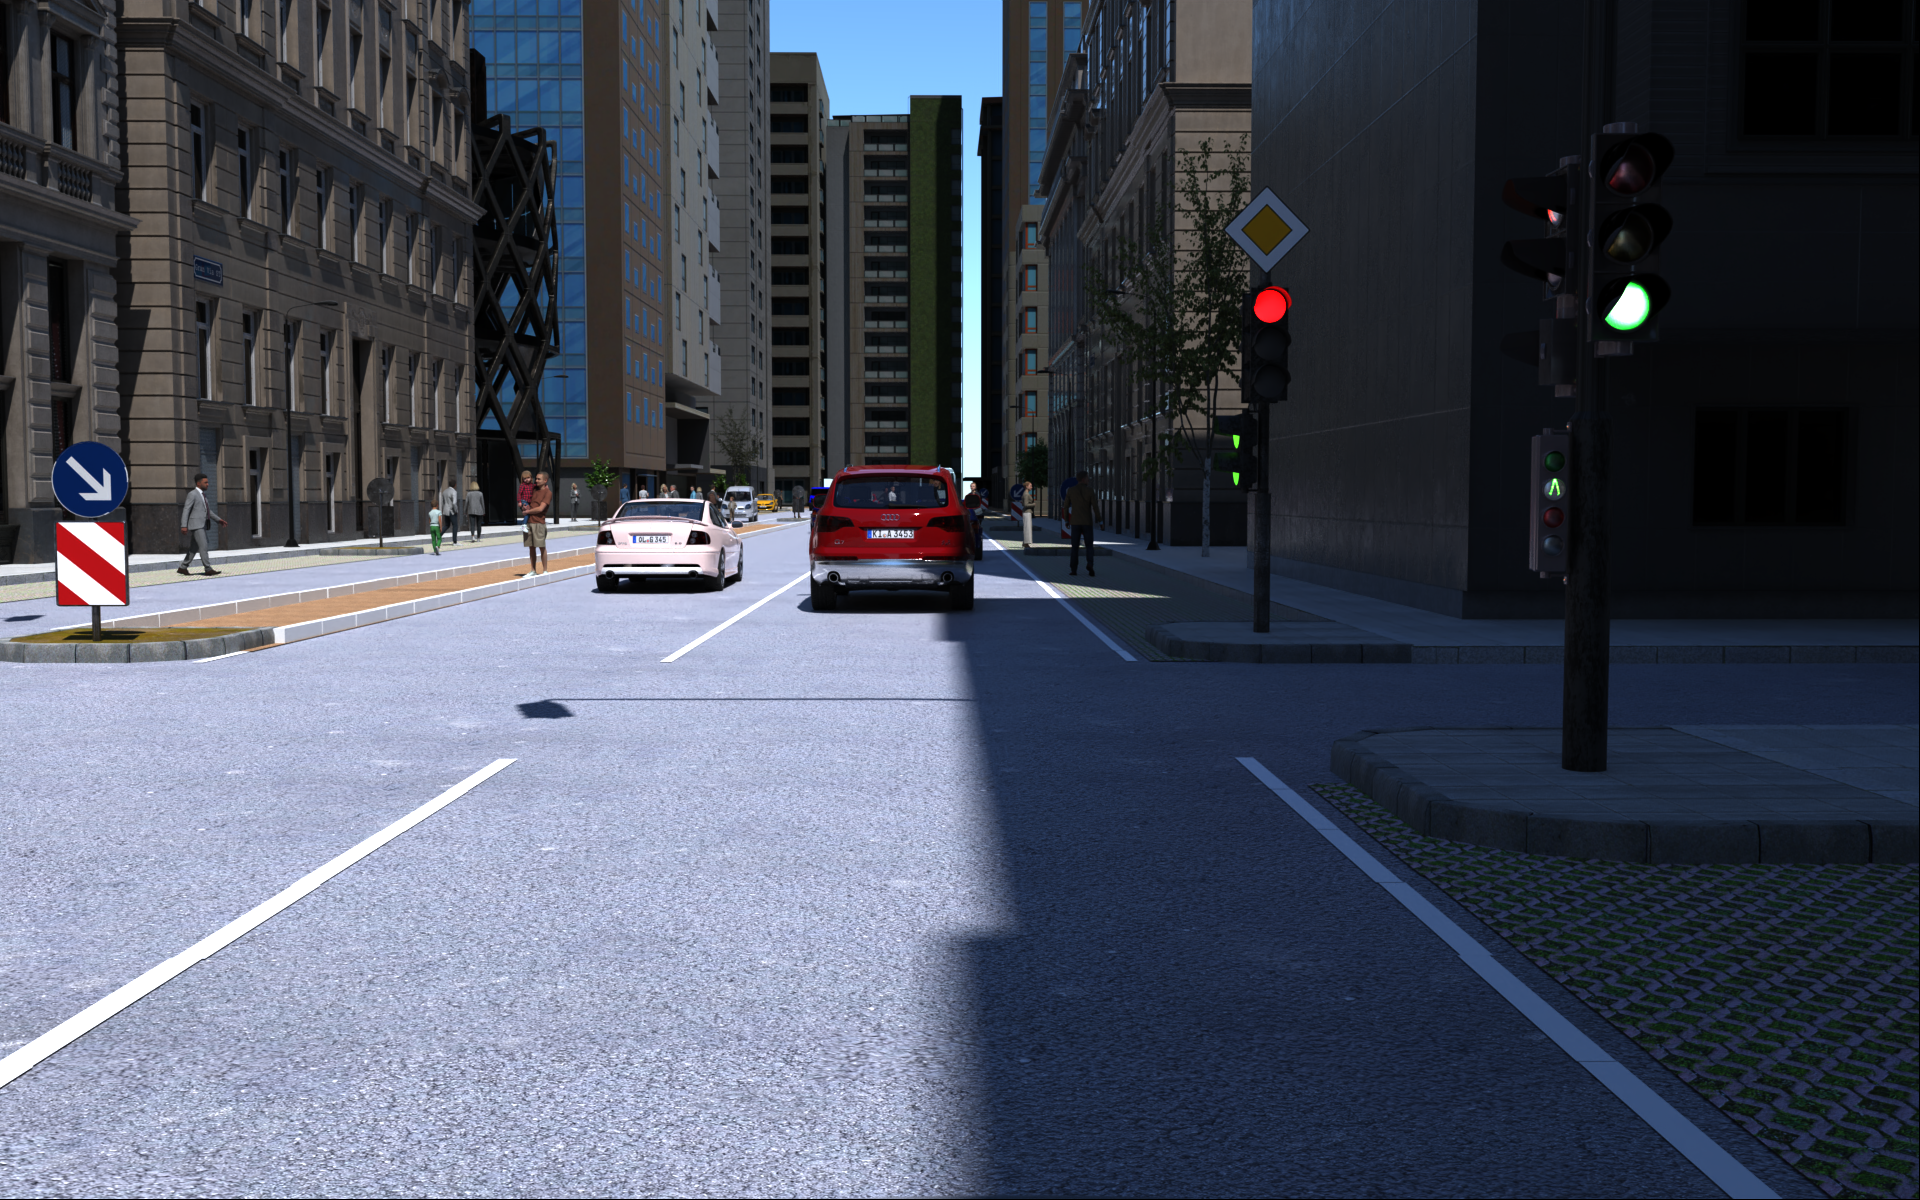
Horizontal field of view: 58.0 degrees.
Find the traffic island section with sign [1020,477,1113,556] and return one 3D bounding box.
[{"bbox_3d":[2.512,-1.961,40.689,1.989,1.847,2.006,0,4,-1],"label":"traffic island section with sign"}]

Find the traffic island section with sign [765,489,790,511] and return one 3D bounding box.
[{"bbox_3d":[-15.205,-8.323,144.709,1.989,1.847,2.006,0,4,-1],"label":"traffic island section with sign"}]

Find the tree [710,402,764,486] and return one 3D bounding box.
[{"bbox_3d":[-17.882,-11.577,139.645,4.360,8.622,3.978,0,3,0],"label":"tree"}]

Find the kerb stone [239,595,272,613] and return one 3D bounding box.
[{"bbox_3d":[-8.657,0.068,21.081,0.120,0.150,1.000,0,4,-1],"label":"kerb stone"}]

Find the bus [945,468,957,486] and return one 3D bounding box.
[{"bbox_3d":[-1.651,-8.188,128.733,2.948,3.499,13.247,0,4,-1],"label":"bus"}]

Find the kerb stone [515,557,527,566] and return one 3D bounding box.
[{"bbox_3d":[-8.829,-0.748,34.419,0.120,0.150,1.000,0,4,-1],"label":"kerb stone"}]

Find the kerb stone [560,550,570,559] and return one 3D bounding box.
[{"bbox_3d":[-8.885,-0.994,38.511,0.120,0.150,1.000,0,4,-1],"label":"kerb stone"}]

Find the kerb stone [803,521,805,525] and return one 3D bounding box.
[{"bbox_3d":[-7.328,-3.508,79.557,0.120,0.150,1.000,0,4,-1],"label":"kerb stone"}]

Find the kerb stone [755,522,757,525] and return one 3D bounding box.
[{"bbox_3d":[-9.420,-3.445,78.520,0.120,0.150,1.000,0,4,-1],"label":"kerb stone"}]

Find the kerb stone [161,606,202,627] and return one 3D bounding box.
[{"bbox_3d":[-8.629,0.194,19.030,0.120,0.150,1.000,0,4,-1],"label":"kerb stone"}]

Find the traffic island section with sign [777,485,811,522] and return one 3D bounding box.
[{"bbox_3d":[-8.523,-5.053,90.749,2.006,1.907,1.989,0,4,-1],"label":"traffic island section with sign"}]

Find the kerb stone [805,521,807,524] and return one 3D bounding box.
[{"bbox_3d":[-7.336,-3.568,80.586,0.120,0.150,1.000,0,4,-1],"label":"kerb stone"}]

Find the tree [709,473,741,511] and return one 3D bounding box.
[{"bbox_3d":[-18.459,-8.564,134.629,1.663,3.219,1.824,0,3,0],"label":"tree"}]

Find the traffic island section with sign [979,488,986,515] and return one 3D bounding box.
[{"bbox_3d":[1.489,-6.691,118.027,1.989,1.847,2.006,0,4,-1],"label":"traffic island section with sign"}]

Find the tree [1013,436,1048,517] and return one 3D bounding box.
[{"bbox_3d":[4.499,-6.988,97.967,4.285,4.588,4.351,0,3,0],"label":"tree"}]

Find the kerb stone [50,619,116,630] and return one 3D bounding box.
[{"bbox_3d":[-8.603,0.320,16.986,0.120,0.150,1.000,0,4,-1],"label":"kerb stone"}]

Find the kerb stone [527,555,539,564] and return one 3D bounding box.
[{"bbox_3d":[-8.847,-0.800,35.441,0.120,0.150,1.000,0,4,-1],"label":"kerb stone"}]

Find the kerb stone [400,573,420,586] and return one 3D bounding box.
[{"bbox_3d":[-8.744,-0.302,27.223,0.120,0.150,1.000,0,4,-1],"label":"kerb stone"}]

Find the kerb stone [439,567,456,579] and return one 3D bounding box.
[{"bbox_3d":[-8.762,-0.433,29.287,0.120,0.150,1.000,0,4,-1],"label":"kerb stone"}]

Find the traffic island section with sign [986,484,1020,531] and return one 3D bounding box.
[{"bbox_3d":[2.147,-3.609,67.642,1.989,1.847,2.006,0,4,-1],"label":"traffic island section with sign"}]

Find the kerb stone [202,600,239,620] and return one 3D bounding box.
[{"bbox_3d":[-8.645,0.133,20.054,0.120,0.150,1.000,0,4,-1],"label":"kerb stone"}]

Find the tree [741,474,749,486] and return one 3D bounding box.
[{"bbox_3d":[-18.230,-9.083,143.107,1.663,3.219,1.824,0,3,0],"label":"tree"}]

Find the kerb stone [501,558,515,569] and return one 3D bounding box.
[{"bbox_3d":[-8.821,-0.685,33.396,0.120,0.150,1.000,0,4,-1],"label":"kerb stone"}]

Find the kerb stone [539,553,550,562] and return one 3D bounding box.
[{"bbox_3d":[-8.860,-0.873,36.463,0.120,0.150,1.000,0,4,-1],"label":"kerb stone"}]

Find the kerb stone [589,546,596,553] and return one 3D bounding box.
[{"bbox_3d":[-8.932,-1.186,41.583,0.120,0.150,1.000,0,4,-1],"label":"kerb stone"}]

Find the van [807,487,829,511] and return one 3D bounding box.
[{"bbox_3d":[-11.850,-8.841,148.935,2.240,2.365,5.245,0,4,1],"label":"van"}]

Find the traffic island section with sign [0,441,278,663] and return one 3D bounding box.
[{"bbox_3d":[-7.522,-0.458,15.617,2.006,1.907,1.989,0,4,-1],"label":"traffic island section with sign"}]

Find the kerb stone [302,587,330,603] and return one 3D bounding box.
[{"bbox_3d":[-8.688,-0.052,23.131,0.120,0.150,1.000,0,4,-1],"label":"kerb stone"}]

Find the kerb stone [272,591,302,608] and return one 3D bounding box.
[{"bbox_3d":[-8.677,0.006,22.109,0.120,0.150,1.000,0,4,-1],"label":"kerb stone"}]

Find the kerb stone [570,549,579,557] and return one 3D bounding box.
[{"bbox_3d":[-8.910,-1.060,39.533,0.120,0.150,1.000,0,4,-1],"label":"kerb stone"}]

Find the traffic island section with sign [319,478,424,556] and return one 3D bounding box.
[{"bbox_3d":[-13.826,-1.977,40.951,1.989,1.847,2.006,0,4,-1],"label":"traffic island section with sign"}]

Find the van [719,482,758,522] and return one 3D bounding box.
[{"bbox_3d":[-11.283,-4.989,88.588,2.013,2.044,4.112,0,4,-2],"label":"van"}]

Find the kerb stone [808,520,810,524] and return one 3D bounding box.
[{"bbox_3d":[-7.368,-3.695,82.638,0.120,0.150,1.000,0,4,-1],"label":"kerb stone"}]

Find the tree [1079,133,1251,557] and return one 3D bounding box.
[{"bbox_3d":[4.851,-5.198,35.351,4.737,8.622,4.395,0,3,0],"label":"tree"}]

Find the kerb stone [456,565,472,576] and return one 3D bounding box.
[{"bbox_3d":[-8.775,-0.497,30.316,0.120,0.150,1.000,0,4,-1],"label":"kerb stone"}]

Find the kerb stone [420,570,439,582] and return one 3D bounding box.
[{"bbox_3d":[-8.747,-0.370,28.246,0.120,0.150,1.000,0,4,-1],"label":"kerb stone"}]

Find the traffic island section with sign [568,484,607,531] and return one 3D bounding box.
[{"bbox_3d":[-14.186,-3.625,67.904,1.989,1.847,2.006,0,4,-1],"label":"traffic island section with sign"}]

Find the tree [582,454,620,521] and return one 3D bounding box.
[{"bbox_3d":[-17.389,-5.417,83.165,1.663,3.219,1.824,0,3,0],"label":"tree"}]

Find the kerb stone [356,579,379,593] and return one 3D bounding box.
[{"bbox_3d":[-8.705,-0.179,25.178,0.120,0.150,1.000,0,4,-1],"label":"kerb stone"}]

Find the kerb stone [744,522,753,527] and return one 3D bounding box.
[{"bbox_3d":[-9.383,-3.320,76.472,0.120,0.150,1.000,0,4,-1],"label":"kerb stone"}]

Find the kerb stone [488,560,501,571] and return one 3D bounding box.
[{"bbox_3d":[-8.809,-0.620,32.371,0.120,0.150,1.000,0,4,-1],"label":"kerb stone"}]

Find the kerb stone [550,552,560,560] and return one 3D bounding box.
[{"bbox_3d":[-8.876,-0.934,37.487,0.120,0.150,1.000,0,4,-1],"label":"kerb stone"}]

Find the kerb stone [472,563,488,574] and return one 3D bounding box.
[{"bbox_3d":[-8.787,-0.552,31.339,0.120,0.150,1.000,0,4,-1],"label":"kerb stone"}]

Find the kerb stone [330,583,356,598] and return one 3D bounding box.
[{"bbox_3d":[-8.692,-0.113,24.154,0.120,0.150,1.000,0,4,-1],"label":"kerb stone"}]

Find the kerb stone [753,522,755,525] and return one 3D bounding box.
[{"bbox_3d":[-9.404,-3.382,77.495,0.120,0.150,1.000,0,4,-1],"label":"kerb stone"}]

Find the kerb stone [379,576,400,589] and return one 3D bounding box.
[{"bbox_3d":[-8.730,-0.245,26.200,0.120,0.150,1.000,0,4,-1],"label":"kerb stone"}]

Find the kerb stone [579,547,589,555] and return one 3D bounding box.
[{"bbox_3d":[-8.912,-1.123,40.561,0.120,0.150,1.000,0,4,-1],"label":"kerb stone"}]

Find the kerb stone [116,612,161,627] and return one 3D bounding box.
[{"bbox_3d":[-8.616,0.256,18.008,0.120,0.150,1.000,0,4,-1],"label":"kerb stone"}]
